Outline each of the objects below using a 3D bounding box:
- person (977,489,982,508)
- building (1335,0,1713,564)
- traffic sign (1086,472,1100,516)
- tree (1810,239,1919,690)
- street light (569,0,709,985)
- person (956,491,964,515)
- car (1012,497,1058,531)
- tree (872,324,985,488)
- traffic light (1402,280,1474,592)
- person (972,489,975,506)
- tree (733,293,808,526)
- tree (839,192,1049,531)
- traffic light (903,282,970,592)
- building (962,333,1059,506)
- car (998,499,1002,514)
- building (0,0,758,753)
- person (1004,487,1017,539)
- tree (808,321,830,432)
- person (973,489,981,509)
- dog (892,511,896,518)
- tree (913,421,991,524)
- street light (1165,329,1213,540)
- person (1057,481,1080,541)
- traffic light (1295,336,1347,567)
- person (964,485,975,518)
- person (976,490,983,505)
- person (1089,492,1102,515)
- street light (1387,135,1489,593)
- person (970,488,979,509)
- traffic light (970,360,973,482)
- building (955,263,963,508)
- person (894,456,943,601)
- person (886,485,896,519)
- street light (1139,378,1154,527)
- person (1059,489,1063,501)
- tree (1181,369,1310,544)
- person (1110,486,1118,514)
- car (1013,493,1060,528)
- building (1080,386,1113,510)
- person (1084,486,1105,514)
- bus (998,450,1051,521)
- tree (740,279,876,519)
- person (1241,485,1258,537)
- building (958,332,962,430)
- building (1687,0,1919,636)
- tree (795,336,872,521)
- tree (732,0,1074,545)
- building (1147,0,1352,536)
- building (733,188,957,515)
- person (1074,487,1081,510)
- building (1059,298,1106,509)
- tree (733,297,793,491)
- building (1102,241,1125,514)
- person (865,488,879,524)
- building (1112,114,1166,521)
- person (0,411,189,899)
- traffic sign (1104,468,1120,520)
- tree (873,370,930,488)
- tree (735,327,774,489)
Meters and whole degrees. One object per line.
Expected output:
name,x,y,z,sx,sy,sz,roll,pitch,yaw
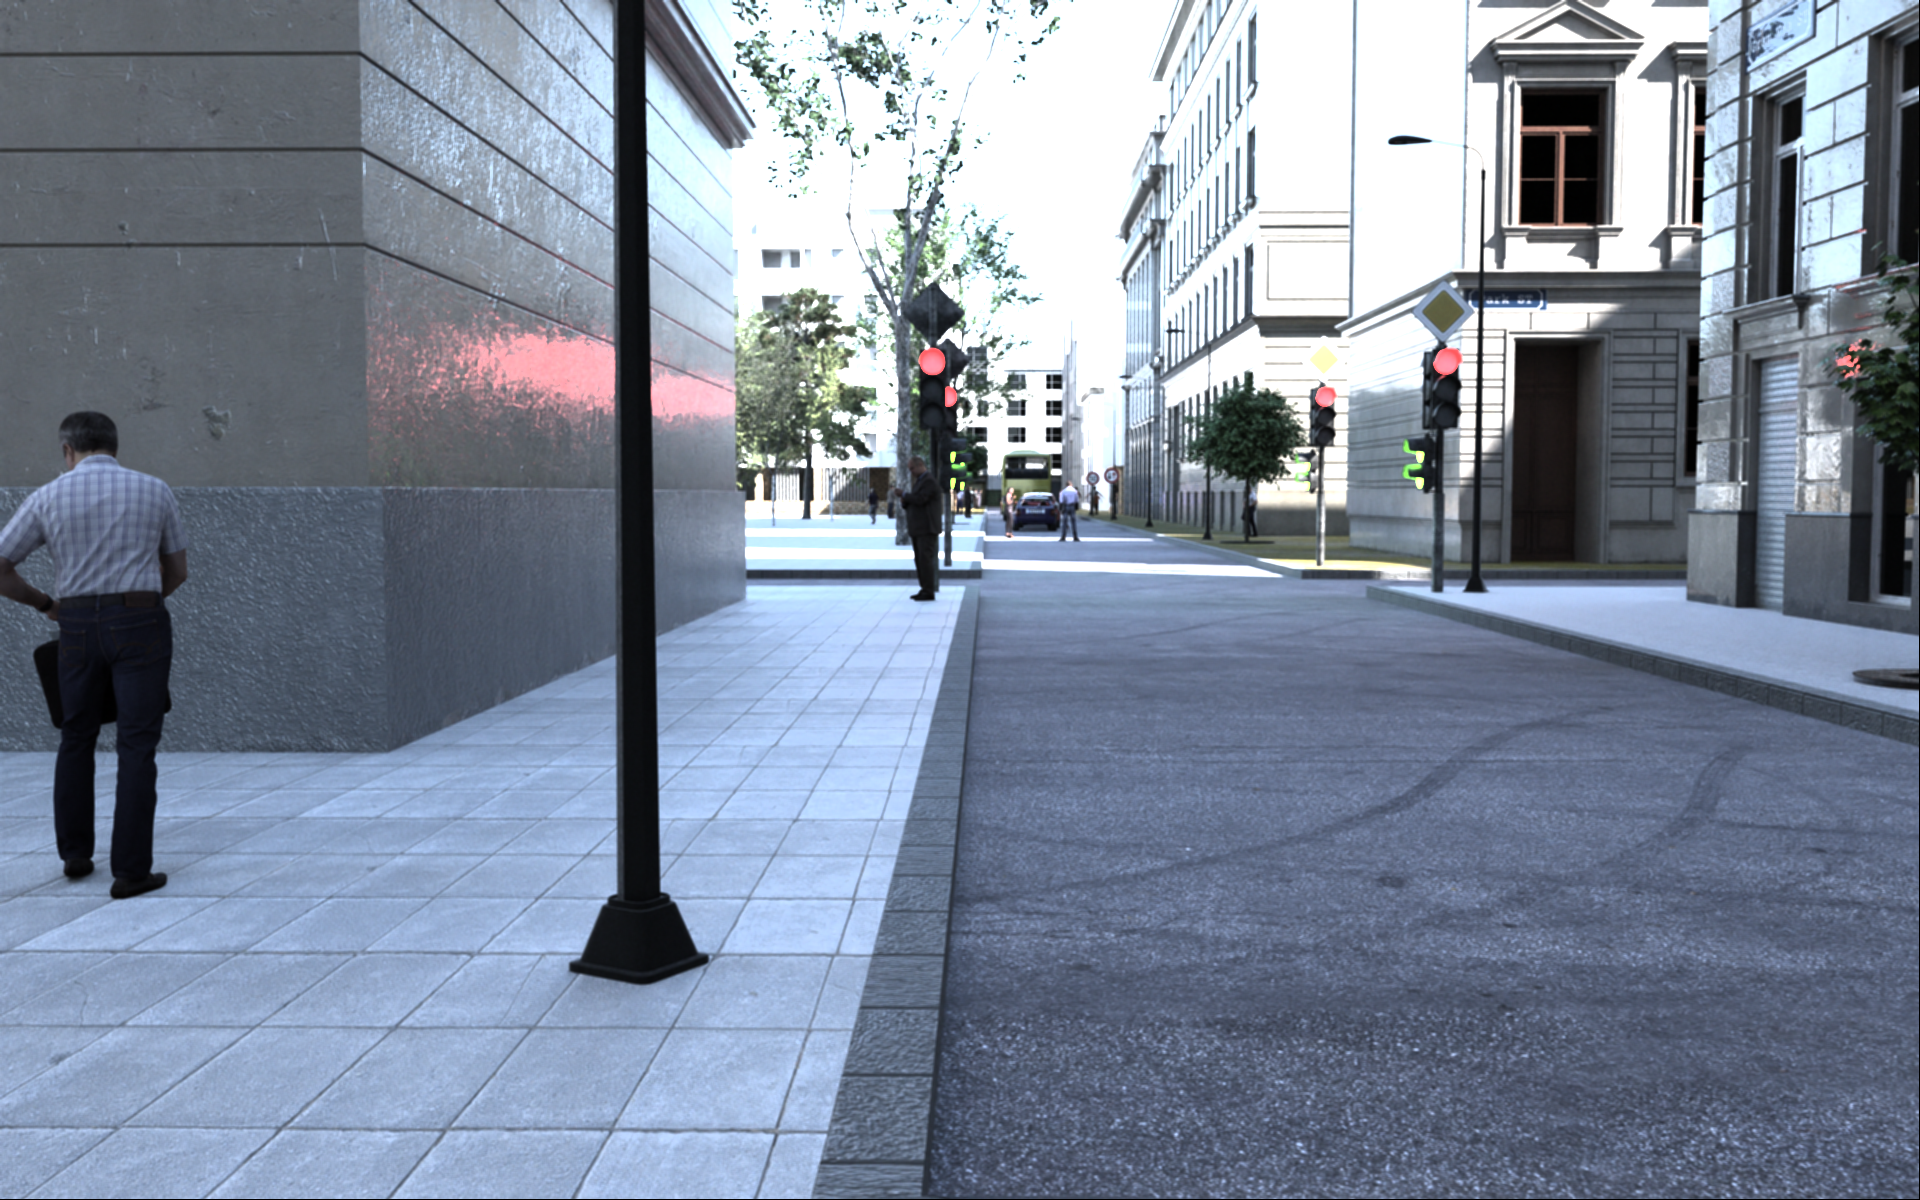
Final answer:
person,1.728,-9.116,155.756,0.551,1.740,0.621,1,4,21
building,19.078,-12.230,36.124,21.152,22.565,11.583,0,4,1
traffic sign,7.623,-6.070,99.356,0.768,2.556,0.104,0,4,8
tree,6.728,-1.036,11.533,1.663,3.219,1.824,0,3,0
street light,-0.330,-1.955,4.512,1.470,5.913,1.316,0,4,1
person,-0.083,-6.959,120.766,0.436,1.711,0.756,0,4,8
car,2.916,-3.418,68.472,1.945,1.354,3.894,0,4,0
tree,-1.114,-7.252,68.928,4.737,8.622,4.395,0,3,0
traffic light,6.231,-2.038,22.574,0.839,4.213,0.868,0,4,1
person,1.249,-9.892,167.787,1.348,1.823,0.705,0,4,4
tree,-7.960,-6.865,62.608,4.360,8.622,3.978,0,3,0
tree,-0.689,-8.203,59.871,9.928,11.665,9.643,0,3,0
traffic light,-0.329,-2.044,22.666,0.839,4.213,0.868,0,4,1
building,12.140,-20.291,198.209,31.486,18.905,16.747,0,4,1
car,3.806,-6.999,123.478,2.155,1.783,4.494,0,4,1
building,-13.851,-13.886,14.430,23.554,28.519,14.401,0,4,1
person,1.660,-2.811,55.925,0.415,1.643,0.593,-3,5,-40
tree,-7.367,-7.256,68.993,4.360,8.622,3.978,0,3,0
person,1.533,-8.937,152.967,0.742,1.727,0.445,-1,4,-18
dog,-3.567,-4.550,92.123,0.550,0.427,0.748,0,4,-6
tree,-0.366,-5.529,74.111,4.285,4.588,4.351,0,3,0
street light,6.461,-4.661,48.751,1.470,5.913,1.316,0,4,1
person,3.316,-2.723,52.895,0.709,1.838,0.599,0,4,-6
traffic light,6.362,-2.527,30.558,0.839,4.213,0.868,0,4,1
person,0.496,-5.247,92.511,0.600,1.739,0.565,0,4,-1
person,1.800,-10.695,181.631,1.217,1.743,0.721,0,4,-1
person,8.494,-6.036,107.985,1.065,1.426,0.557,-3,4,-37
street light,6.227,-3.059,22.560,1.470,5.913,1.316,0,4,1
person,0.888,-8.577,146.362,1.350,1.814,0.705,1,4,8
traffic light,-0.198,-2.532,30.650,0.839,4.213,0.868,0,4,1
building,-16.148,-19.783,167.434,32.646,21.610,27.936,0,4,1
person,-0.509,-0.874,21.022,0.600,1.739,0.565,-3,5,-43
person,-3.411,-5.094,89.859,0.750,1.759,0.617,-1,4,-18
street light,6.889,-5.827,67.819,1.470,5.913,1.316,0,4,1
person,8.474,-8.423,144.695,0.436,1.711,0.756,-2,4,-30
tree,7.594,-3.766,45.292,4.285,4.588,4.351,0,3,0
person,9.714,-6.294,108.960,0.705,1.822,1.348,-1,4,-9
car,3.336,-3.990,74.272,2.155,1.783,4.494,0,4,1
building,14.655,-11.801,135.097,9.099,9.664,28.070,0,4,1
person,8.660,-6.442,111.377,1.348,1.824,0.705,0,4,7
bus,3.562,-6.332,95.067,2.896,3.916,12.252,0,4,1
tree,-7.765,-10.176,88.438,6.751,12.117,7.091,0,3,0
person,8.666,-2.654,51.643,0.590,1.554,0.614,-1,4,-19
building,-7.861,-17.011,134.557,16.016,20.091,11.380,0,4,1
building,14.200,-12.881,7.867,12.463,27.353,25.104,0,4,1
tree,-5.882,-7.974,80.737,4.737,8.622,4.395,0,3,0
tree,-2.690,-11.478,43.558,12.611,20.169,13.585,0,3,0
building,16.555,-14.254,66.331,16.112,22.955,30.059,0,4,1
building,-8.495,-15.622,111.847,16.016,20.091,11.380,0,4,1
person,9.140,-7.983,136.532,0.705,1.831,1.348,3,5,42
building,18.771,-18.251,164.860,16.747,18.905,31.486,0,4,1
tree,-12.628,-11.103,99.662,7.486,12.596,7.792,0,3,0
building,17.637,-15.818,115.038,16.016,20.091,11.380,0,4,1
person,-3.722,-3.977,73.276,0.569,1.553,0.471,0,4,-5
building,15.685,-15.407,93.710,13.314,21.916,24.055,0,4,1
person,-2.848,0.158,5.665,0.614,1.554,0.590,-1,4,-22
traffic sign,7.372,-5.140,84.152,0.768,2.556,0.104,1,4,9
tree,-2.604,-9.082,98.850,4.360,8.622,3.978,0,3,0
tree,-9.919,-7.620,74.955,4.737,8.622,4.395,0,3,0
